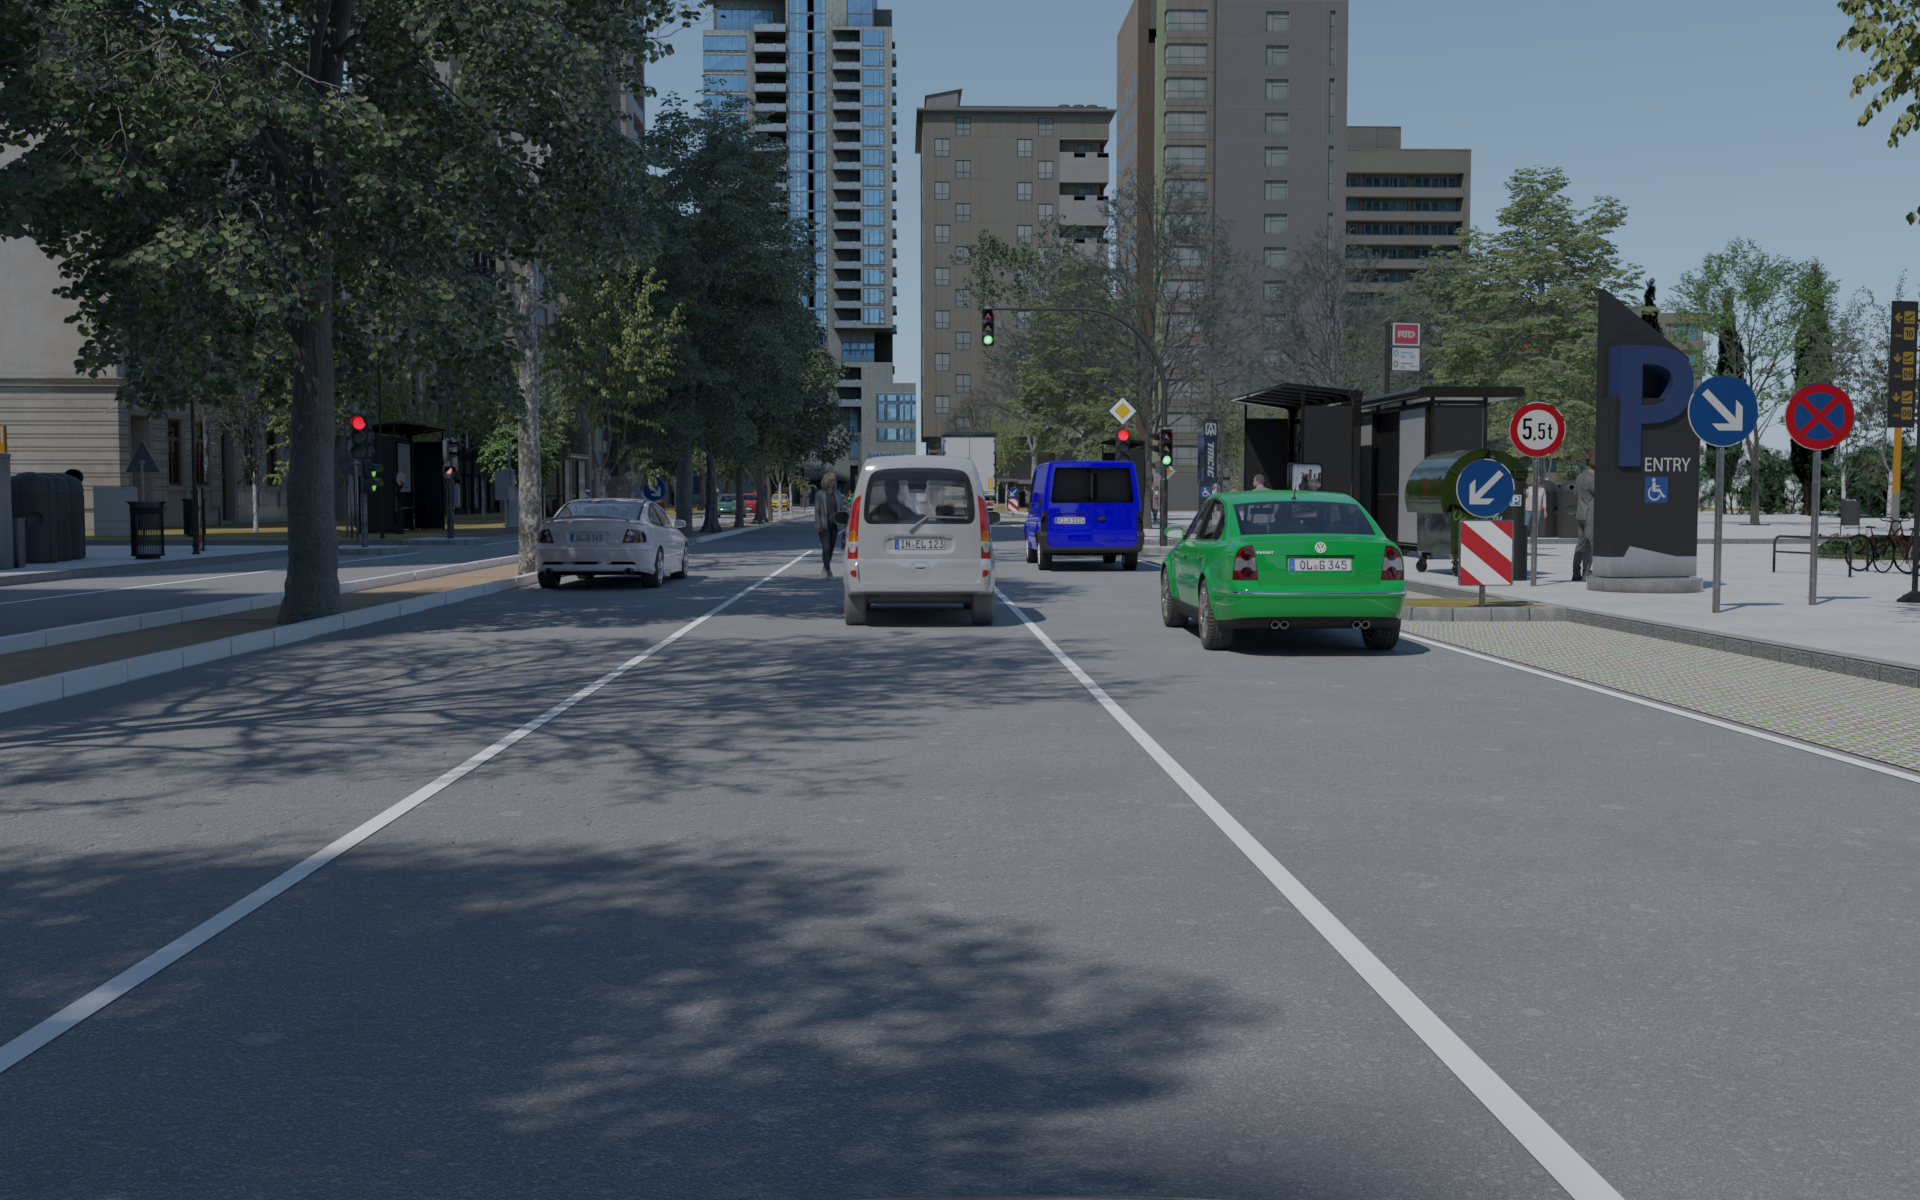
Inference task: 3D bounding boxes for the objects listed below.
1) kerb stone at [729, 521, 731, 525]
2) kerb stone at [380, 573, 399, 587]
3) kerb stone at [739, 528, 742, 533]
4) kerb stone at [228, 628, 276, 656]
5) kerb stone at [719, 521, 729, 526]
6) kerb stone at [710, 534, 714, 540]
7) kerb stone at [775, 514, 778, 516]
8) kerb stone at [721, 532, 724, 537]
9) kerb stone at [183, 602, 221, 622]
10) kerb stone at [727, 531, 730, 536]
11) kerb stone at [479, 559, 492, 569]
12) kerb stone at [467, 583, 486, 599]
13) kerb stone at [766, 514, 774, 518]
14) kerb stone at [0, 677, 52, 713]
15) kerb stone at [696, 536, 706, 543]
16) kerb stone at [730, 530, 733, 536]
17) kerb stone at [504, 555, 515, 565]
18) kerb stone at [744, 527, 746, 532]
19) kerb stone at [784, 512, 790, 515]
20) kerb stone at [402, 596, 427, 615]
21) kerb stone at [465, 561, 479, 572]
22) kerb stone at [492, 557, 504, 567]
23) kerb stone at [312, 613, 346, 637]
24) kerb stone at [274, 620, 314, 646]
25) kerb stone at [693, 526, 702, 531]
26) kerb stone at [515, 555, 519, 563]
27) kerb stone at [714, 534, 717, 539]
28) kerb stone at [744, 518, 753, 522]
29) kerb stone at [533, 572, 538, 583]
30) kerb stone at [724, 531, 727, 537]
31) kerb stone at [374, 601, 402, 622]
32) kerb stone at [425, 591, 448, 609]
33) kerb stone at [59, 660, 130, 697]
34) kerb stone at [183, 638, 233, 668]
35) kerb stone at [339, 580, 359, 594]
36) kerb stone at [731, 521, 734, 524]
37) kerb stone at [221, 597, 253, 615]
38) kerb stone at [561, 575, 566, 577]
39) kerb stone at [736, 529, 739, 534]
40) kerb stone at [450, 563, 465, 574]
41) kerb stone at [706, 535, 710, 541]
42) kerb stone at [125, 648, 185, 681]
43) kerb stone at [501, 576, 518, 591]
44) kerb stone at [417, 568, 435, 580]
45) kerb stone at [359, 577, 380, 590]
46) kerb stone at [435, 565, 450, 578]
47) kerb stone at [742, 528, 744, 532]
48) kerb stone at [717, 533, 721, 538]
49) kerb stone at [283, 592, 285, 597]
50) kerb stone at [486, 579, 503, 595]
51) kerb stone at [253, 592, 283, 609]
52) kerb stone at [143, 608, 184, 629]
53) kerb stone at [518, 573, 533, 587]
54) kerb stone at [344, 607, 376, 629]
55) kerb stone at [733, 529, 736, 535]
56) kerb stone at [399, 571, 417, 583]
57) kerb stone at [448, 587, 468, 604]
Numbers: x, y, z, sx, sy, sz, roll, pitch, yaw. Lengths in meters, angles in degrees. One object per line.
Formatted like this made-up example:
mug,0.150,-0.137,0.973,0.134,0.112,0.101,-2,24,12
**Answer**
kerb stone,-10.756,-3.517,79.770,0.120,0.150,1.000,0,4,-2
kerb stone,-8.976,-0.288,26.940,0.120,0.150,1.000,0,4,-2
kerb stone,-8.070,-2.460,62.423,0.120,0.150,1.000,0,4,-2
kerb stone,-6.495,0.393,15.768,0.120,0.150,1.000,0,4,-2
kerb stone,-10.725,-3.459,78.747,0.120,0.150,1.000,0,4,-2
kerb stone,-7.760,-1.897,53.216,0.120,0.150,1.000,0,4,-2
kerb stone,-11.875,-5.522,112.574,0.120,0.150,1.000,0,4,-2
kerb stone,-7.864,-2.077,56.283,0.120,0.150,1.000,0,4,-2
kerb stone,-8.729,0.148,19.774,0.120,0.150,1.000,0,4,-2
kerb stone,-7.940,-2.210,58.331,0.120,0.150,1.000,0,4,-2
kerb stone,-9.176,-0.667,33.103,0.120,0.150,1.000,0,4,-2
kerb stone,-6.776,-0.108,23.969,0.120,0.150,1.000,0,4,-2
kerb stone,-11.674,-5.151,106.420,0.120,0.150,1.000,0,4,-2
kerb stone,-6.352,0.644,11.673,0.120,0.150,1.000,0,4,-2
kerb stone,-7.691,-1.772,51.165,0.120,0.150,1.000,0,4,-2
kerb stone,-7.965,-2.273,59.353,0.120,0.150,1.000,0,4,-2
kerb stone,-9.248,-0.790,35.150,0.120,0.150,1.000,0,4,-2
kerb stone,-8.150,-2.585,64.466,0.120,0.150,1.000,0,4,-2
kerb stone,-12.152,-6.028,120.757,0.120,0.150,1.000,0,4,-2
kerb stone,-6.659,0.080,20.882,0.120,0.150,1.000,0,4,-2
kerb stone,-9.143,-0.600,32.073,0.120,0.150,1.000,0,4,-2
kerb stone,-9.220,-0.728,34.129,0.120,0.150,1.000,0,4,-2
kerb stone,-6.565,0.270,17.812,0.120,0.150,1.000,0,4,-2
kerb stone,-6.521,0.332,16.791,0.120,0.150,1.000,0,4,-2
kerb stone,-10.376,-2.832,68.497,0.120,0.150,1.000,0,4,-2
kerb stone,-9.284,-0.851,36.175,0.120,0.150,1.000,0,4,-2
kerb stone,-7.795,-1.960,54.237,0.120,0.150,1.000,0,4,-2
kerb stone,-11.143,-4.211,91.042,0.120,0.150,1.000,0,4,-2
kerb stone,-6.914,-0.359,28.072,0.120,0.150,1.000,0,4,-2
kerb stone,-7.905,-2.148,57.309,0.120,0.150,1.000,0,4,-2
kerb stone,-6.633,0.144,19.859,0.120,0.150,1.000,0,4,-2
kerb stone,-6.705,0.017,21.911,0.120,0.150,1.000,0,4,-2
kerb stone,-6.387,0.581,12.694,0.120,0.150,1.000,0,4,-2
kerb stone,-6.462,0.459,14.742,0.120,0.150,1.000,0,4,-2
kerb stone,-8.898,-0.165,24.894,0.120,0.150,1.000,0,4,-2
kerb stone,-10.792,-3.582,80.797,0.120,0.150,1.000,0,4,-2
kerb stone,-8.767,0.086,20.795,0.120,0.150,1.000,0,4,-2
kerb stone,-7.017,-0.547,31.146,0.120,0.150,1.000,0,4,-2
kerb stone,-8.041,-2.393,61.400,0.120,0.150,1.000,0,4,-2
kerb stone,-9.115,-0.541,31.047,0.120,0.150,1.000,0,4,-2
kerb stone,-7.723,-1.834,52.186,0.120,0.150,1.000,0,4,-2
kerb stone,-6.426,0.519,13.715,0.120,0.150,1.000,0,4,-2
kerb stone,-6.842,-0.233,26.012,0.120,0.150,1.000,0,4,-2
kerb stone,-9.039,-0.416,29.003,0.120,0.150,1.000,0,4,-2
kerb stone,-8.936,-0.226,25.919,0.120,0.150,1.000,0,4,-2
kerb stone,-9.075,-0.476,30.024,0.120,0.150,1.000,0,4,-2
kerb stone,-8.108,-2.523,63.445,0.120,0.150,1.000,0,4,-2
kerb stone,-7.827,-2.018,55.261,0.120,0.150,1.000,0,4,-2
kerb stone,-8.833,-0.040,22.842,0.120,0.150,1.000,0,4,-2
kerb stone,-6.806,-0.165,24.991,0.120,0.150,1.000,0,4,-2
kerb stone,-8.798,0.026,21.818,0.120,0.150,1.000,0,4,-2
kerb stone,-8.698,0.212,18.743,0.120,0.150,1.000,0,4,-2
kerb stone,-6.873,-0.293,27.044,0.120,0.150,1.000,0,4,-2
kerb stone,-6.594,0.205,18.838,0.120,0.150,1.000,0,4,-2
kerb stone,-8.002,-2.335,60.375,0.120,0.150,1.000,0,4,-2
kerb stone,-9.015,-0.353,27.968,0.120,0.150,1.000,0,4,-2
kerb stone,-6.735,-0.045,22.933,0.120,0.150,1.000,0,4,-2
